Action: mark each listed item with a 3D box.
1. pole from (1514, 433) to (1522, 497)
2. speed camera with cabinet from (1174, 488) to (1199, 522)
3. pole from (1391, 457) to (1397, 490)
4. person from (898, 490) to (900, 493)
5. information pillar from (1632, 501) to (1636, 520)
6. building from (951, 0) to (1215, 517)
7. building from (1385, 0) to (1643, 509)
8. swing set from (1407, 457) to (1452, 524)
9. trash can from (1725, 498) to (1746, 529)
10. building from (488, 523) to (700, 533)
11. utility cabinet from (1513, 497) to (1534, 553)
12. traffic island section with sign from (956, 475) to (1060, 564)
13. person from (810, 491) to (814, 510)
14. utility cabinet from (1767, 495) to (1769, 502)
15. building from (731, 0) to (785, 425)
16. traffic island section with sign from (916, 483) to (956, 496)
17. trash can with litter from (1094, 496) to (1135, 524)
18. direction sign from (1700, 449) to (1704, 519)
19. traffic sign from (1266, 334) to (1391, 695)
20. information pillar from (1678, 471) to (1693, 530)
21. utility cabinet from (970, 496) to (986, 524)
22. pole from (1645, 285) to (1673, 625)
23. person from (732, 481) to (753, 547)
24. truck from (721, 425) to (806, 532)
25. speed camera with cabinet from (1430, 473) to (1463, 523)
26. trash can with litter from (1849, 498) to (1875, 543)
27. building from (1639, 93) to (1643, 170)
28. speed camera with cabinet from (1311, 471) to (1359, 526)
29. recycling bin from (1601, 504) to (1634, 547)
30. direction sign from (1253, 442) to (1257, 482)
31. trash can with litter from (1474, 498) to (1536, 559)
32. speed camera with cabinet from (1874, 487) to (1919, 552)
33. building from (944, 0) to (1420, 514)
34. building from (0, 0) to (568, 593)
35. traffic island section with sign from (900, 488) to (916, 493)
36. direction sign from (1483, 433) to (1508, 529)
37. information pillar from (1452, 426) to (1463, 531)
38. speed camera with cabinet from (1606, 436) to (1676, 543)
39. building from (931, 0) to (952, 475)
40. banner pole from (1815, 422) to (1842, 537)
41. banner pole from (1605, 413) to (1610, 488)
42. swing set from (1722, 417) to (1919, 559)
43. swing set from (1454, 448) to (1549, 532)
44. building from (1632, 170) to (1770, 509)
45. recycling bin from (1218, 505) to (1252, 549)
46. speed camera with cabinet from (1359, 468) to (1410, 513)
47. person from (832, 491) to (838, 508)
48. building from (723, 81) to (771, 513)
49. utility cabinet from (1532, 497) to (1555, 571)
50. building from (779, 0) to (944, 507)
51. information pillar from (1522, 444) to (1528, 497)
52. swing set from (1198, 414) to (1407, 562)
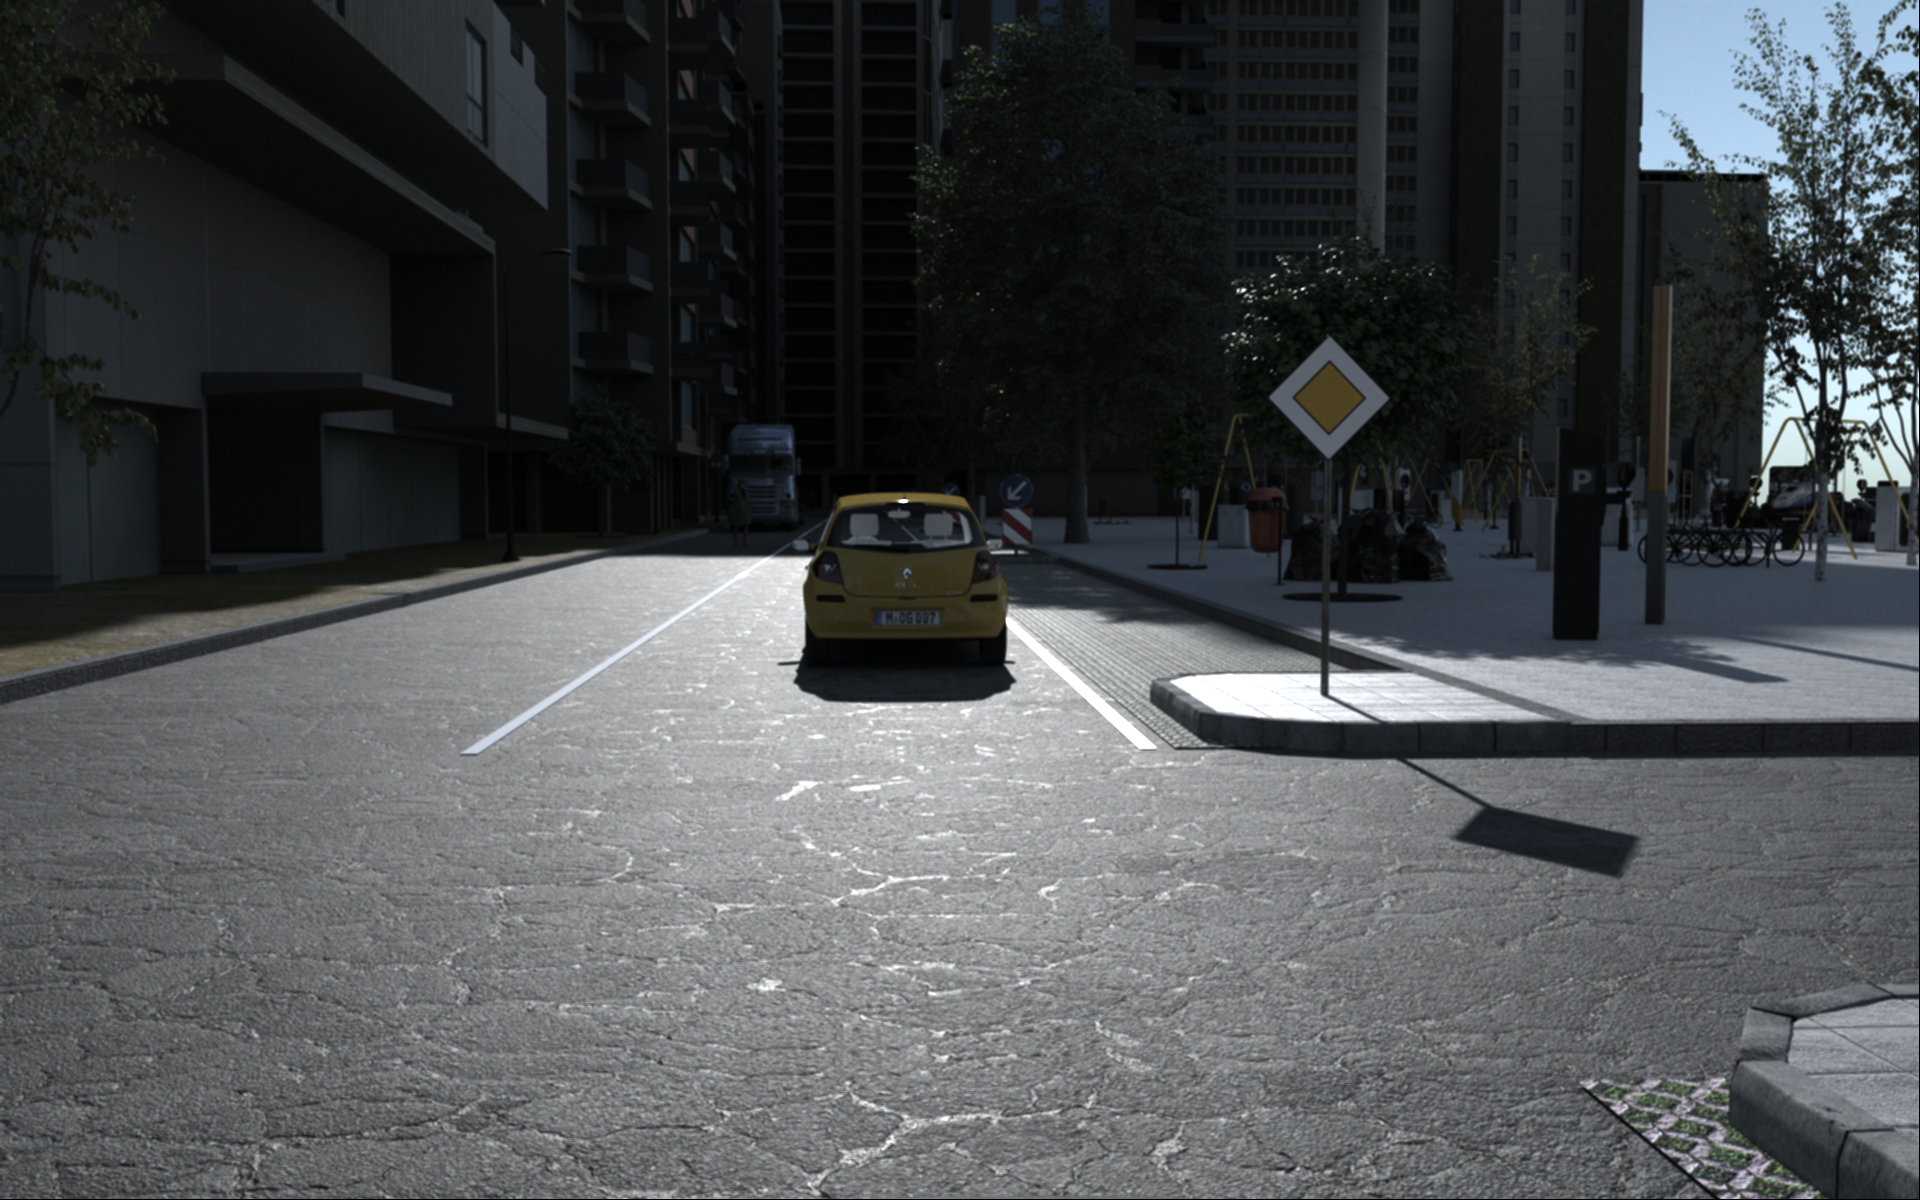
[{"bbox_3d":[18.639,-3.917,57.892,0.158,3.312,0.155,0,3,0],"label":"pole"},{"bbox_3d":[10.830,-5.261,80.357,2.038,3.252,0.660,-3,4,-39],"label":"speed camera with cabinet"},{"bbox_3d":[13.091,-3.572,52.238,0.158,3.312,0.155,0,3,0],"label":"pole"},{"bbox_3d":[-4.592,-7.513,132.061,1.217,1.743,0.721,-1,4,-20],"label":"person"},{"bbox_3d":[32.998,-4.926,85.027,0.304,2.012,0.304,0,4,3],"label":"information pillar"},{"bbox_3d":[6.755,-27.728,103.464,14.600,45.320,14.200,0,4,-3],"label":"building"},{"bbox_3d":[42.497,-37.375,153.080,28.212,58.520,21.231,0,4,-3],"label":"building"},{"bbox_3d":[18.998,-4.522,71.554,2.862,2.851,3.119,0,4,-5],"label":"swing set"},{"bbox_3d":[28.588,-3.194,63.871,0.748,1.137,0.748,0,3,0],"label":"trash can"},{"bbox_3d":[-20.696,-25.354,69.157,22.147,44.769,28.867,0,4,-3],"label":"building"},{"bbox_3d":[12.619,-1.633,37.865,1.020,1.237,0.306,1,4,17],"label":"utility cabinet"},{"bbox_3d":[1.006,-1.671,35.949,1.989,1.847,2.006,0,4,-3],"label":"traffic island section with sign"},{"bbox_3d":[-13.527,-9.045,157.116,0.721,1.736,1.217,-1,4,-10],"label":"person"},{"bbox_3d":[41.001,-4.624,86.760,1.020,1.237,0.306,0,4,8],"label":"utility cabinet"},{"bbox_3d":[-26.289,-32.164,149.581,21.600,48.544,21.300,0,4,-3],"label":"building"},{"bbox_3d":[-0.490,-3.353,63.456,1.989,1.847,2.006,0,4,-3],"label":"traffic island section with sign"},{"bbox_3d":[6.609,-3.858,74.134,2.233,1.210,1.678,-2,4,-25],"label":"trash can with litter"},{"bbox_3d":[37.467,-5.854,87.717,0.379,3.537,0.876,0,4,5],"label":"direction sign"},{"bbox_3d":[2.325,-0.450,10.996,0.795,2.450,0.064,0,4,-3],"label":"traffic sign"},{"bbox_3d":[23.505,-3.159,56.148,0.304,2.012,0.304,-1,4,-8],"label":"information pillar"},{"bbox_3d":[0.765,-3.884,74.669,0.306,1.237,1.020,-2,4,-25],"label":"utility cabinet"},{"bbox_3d":[6.871,-1.418,17.027,0.158,3.312,0.155,0,3,0],"label":"pole"},{"bbox_3d":[-5.930,-2.336,46.948,0.600,1.795,0.529,-3,5,-43],"label":"person"},{"bbox_3d":[-7.952,-5.082,72.845,2.967,4.110,18.799,0,4,-4],"label":"truck"},{"bbox_3d":[21.363,-4.997,76.044,0.660,3.252,2.038,-1,4,-10],"label":"speed camera with cabinet"},{"bbox_3d":[24.103,-2.107,45.843,0.624,1.170,1.055,-2,4,-25],"label":"trash can with litter"},{"bbox_3d":[60.554,-30.345,179.741,14.086,41.232,14.154,0,4,-3],"label":"building"},{"bbox_3d":[15.168,-4.601,69.554,2.038,3.252,0.660,1,4,17],"label":"speed camera with cabinet"},{"bbox_3d":[16.179,-1.841,42.662,0.722,1.027,0.722,2,4,24],"label":"recycling bin"},{"bbox_3d":[10.399,-4.228,61.128,0.379,3.537,0.876,1,4,17],"label":"direction sign"},{"bbox_3d":[10.983,-1.459,34.912,1.678,1.210,2.233,2,4,32],"label":"trash can with litter"},{"bbox_3d":[21.477,-2.710,38.650,2.038,3.252,0.660,-1,4,-18],"label":"speed camera with cabinet"},{"bbox_3d":[15.101,-26.382,123.219,32.217,40.220,23.993,0,4,-3],"label":"building"},{"bbox_3d":[-23.529,-27.117,32.595,28.713,52.752,27.495,0,4,-3],"label":"building"},{"bbox_3d":[-4.630,-8.032,139.947,1.989,1.847,2.006,0,4,-3],"label":"traffic island section with sign"},{"bbox_3d":[19.745,-4.399,63.913,0.876,3.537,0.379,0,3,0],"label":"direction sign"},{"bbox_3d":[17.222,-4.196,59.959,0.183,3.616,0.504,-1,4,-16],"label":"information pillar"},{"bbox_3d":[17.642,-3.120,45.354,2.038,3.252,0.660,1,4,21],"label":"speed camera with cabinet"},{"bbox_3d":[11.435,-34.203,148.449,28.713,52.752,27.495,0,4,-3],"label":"building"},{"bbox_3d":[26.217,-3.810,52.316,0.401,3.779,0.863,-3,5,-45],"label":"banner pole"},{"bbox_3d":[20.121,-3.906,53.886,0.401,3.779,0.863,1,4,23],"label":"banner pole"},{"bbox_3d":[17.940,-2.351,36.052,3.119,2.851,2.862,-3,4,-36],"label":"swing set"},{"bbox_3d":[19.217,-3.839,60.388,2.862,2.851,3.119,0,4,-1],"label":"swing set"},{"bbox_3d":[63.447,-23.651,158.389,14.107,30.474,14.160,0,4,-3],"label":"building"},{"bbox_3d":[6.557,-1.741,41.018,0.722,1.027,0.722,2,4,29],"label":"recycling bin"},{"bbox_3d":[15.068,-4.082,61.077,2.038,3.252,0.660,-3,5,-41],"label":"speed camera with cabinet"},{"bbox_3d":[-11.734,-9.354,162.107,0.621,1.740,0.551,2,4,25],"label":"person"},{"bbox_3d":[-20.734,-21.387,121.384,14.160,30.474,14.107,0,4,-3],"label":"building"},{"bbox_3d":[10.119,-1.096,29.075,1.020,1.237,0.306,-2,4,-34],"label":"utility cabinet"},{"bbox_3d":[-8.597,-45.293,178.799,20.611,71.187,20.563,0,4,-3],"label":"building"},{"bbox_3d":[26.134,-5.429,80.123,0.183,3.616,0.504,0,4,-1],"label":"information pillar"},{"bbox_3d":[6.431,-2.174,33.170,3.119,2.851,2.862,3,4,38],"label":"swing set"}]
